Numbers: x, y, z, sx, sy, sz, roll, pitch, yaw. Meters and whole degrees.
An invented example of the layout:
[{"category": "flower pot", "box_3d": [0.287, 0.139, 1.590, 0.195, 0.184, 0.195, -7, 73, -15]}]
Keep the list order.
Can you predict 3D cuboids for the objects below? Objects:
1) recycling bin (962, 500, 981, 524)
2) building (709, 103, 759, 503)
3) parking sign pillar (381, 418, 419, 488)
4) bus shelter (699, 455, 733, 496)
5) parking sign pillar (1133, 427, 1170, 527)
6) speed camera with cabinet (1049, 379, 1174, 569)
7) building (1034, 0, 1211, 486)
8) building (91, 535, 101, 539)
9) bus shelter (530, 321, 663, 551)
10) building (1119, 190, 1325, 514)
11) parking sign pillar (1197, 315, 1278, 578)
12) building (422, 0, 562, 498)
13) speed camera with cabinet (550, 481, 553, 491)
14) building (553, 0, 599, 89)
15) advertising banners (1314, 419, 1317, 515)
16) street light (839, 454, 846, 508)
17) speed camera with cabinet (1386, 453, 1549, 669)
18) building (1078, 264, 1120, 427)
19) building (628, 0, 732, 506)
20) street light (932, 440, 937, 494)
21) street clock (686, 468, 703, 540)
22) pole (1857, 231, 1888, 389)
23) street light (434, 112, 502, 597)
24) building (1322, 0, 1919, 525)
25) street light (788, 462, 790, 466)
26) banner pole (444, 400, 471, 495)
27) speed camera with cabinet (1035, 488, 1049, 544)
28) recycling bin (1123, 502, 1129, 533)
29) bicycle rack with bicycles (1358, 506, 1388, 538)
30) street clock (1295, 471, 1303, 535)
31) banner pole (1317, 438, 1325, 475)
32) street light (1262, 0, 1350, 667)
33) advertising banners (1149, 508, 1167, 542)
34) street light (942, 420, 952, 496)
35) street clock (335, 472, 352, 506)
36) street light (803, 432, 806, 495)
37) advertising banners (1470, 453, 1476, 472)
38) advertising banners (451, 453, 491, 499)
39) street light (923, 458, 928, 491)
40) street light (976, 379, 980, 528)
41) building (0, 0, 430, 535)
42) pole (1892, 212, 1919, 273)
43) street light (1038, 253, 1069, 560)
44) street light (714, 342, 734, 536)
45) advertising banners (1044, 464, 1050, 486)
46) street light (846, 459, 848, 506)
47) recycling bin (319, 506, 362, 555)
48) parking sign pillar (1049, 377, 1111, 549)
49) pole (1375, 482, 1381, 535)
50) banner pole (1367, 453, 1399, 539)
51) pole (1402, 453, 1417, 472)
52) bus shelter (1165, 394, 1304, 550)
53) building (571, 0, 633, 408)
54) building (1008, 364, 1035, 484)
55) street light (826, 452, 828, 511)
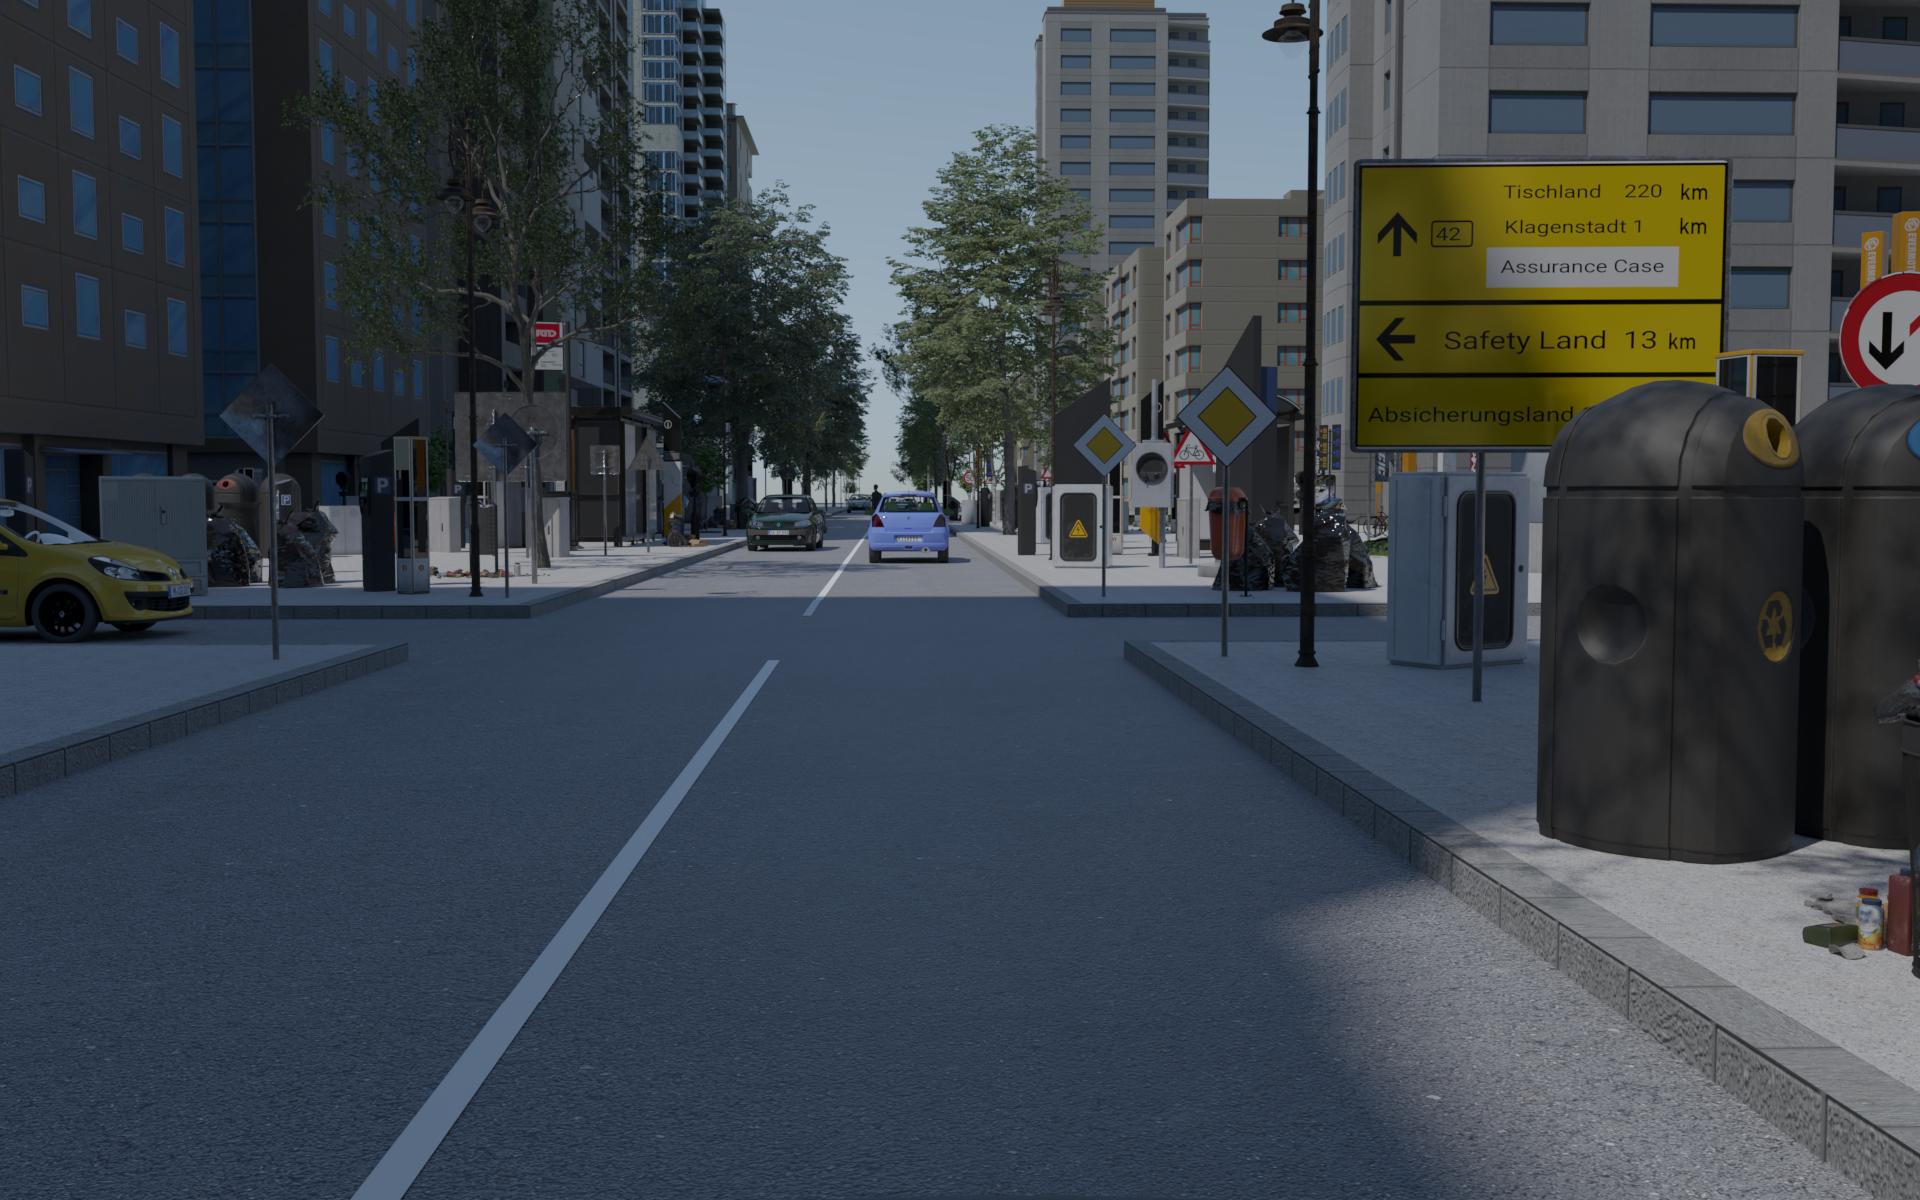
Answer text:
[{"category": "recycling bin", "box_3d": [0.554, -3.725, 73.453, 0.722, 1.027, 0.722, 3, 5, 44]}, {"category": "building", "box_3d": [-42.650, -39.631, 237.199, 28.713, 52.752, 27.495, 0, 4, -2]}, {"category": "parking sign pillar", "box_3d": [-19.798, -4.449, 61.212, 1.447, 3.967, 1.447, -2, 4, -33]}, {"category": "bus shelter", "box_3d": [-12.426, -5.595, 85.395, 2.014, 3.302, 5.546, 0, 4, -2]}, {"category": "parking sign pillar", "box_3d": [7.481, -4.841, 67.625, 1.447, 3.967, 1.447, 0, 4, 5]}, {"category": "speed camera with cabinet", "box_3d": [2.645, -2.174, 29.887, 2.038, 3.252, 0.660, 1, 4, 12]}, {"category": "building", "box_3d": [19.718, -41.041, 213.021, 21.231, 58.520, 28.212, 0, 4, -2]}, {"category": "building", "box_3d": [-28.677, -23.968, 41.989, 14.600, 45.320, 14.200, 0, 4, -2]}, {"category": "bus shelter", "box_3d": [-8.970, -3.993, 42.912, 2.179, 5.291, 8.768, 0, 4, -2]}, {"category": "building", "box_3d": [26.521, -16.597, 116.393, 27.650, 21.520, 28.899, 0, 4, -2]}, {"category": "parking sign pillar", "box_3d": [4.429, -2.349, 26.874, 1.447, 3.967, 1.447, -1, 4, -16]}, {"category": "building", "box_3d": [-28.461, -19.269, 86.750, 14.160, 30.474, 14.107, 0, 4, -2]}, {"category": "speed camera with cabinet", "box_3d": [-19.042, -5.302, 81.020, 2.038, 3.252, 0.660, 3, 4, 38]}, {"category": "building", "box_3d": [-37.834, -31.745, 108.261, 28.713, 52.752, 27.495, 0, 4, -2]}, {"category": "advertising banners", "box_3d": [8.150, -2.671, 39.857, 0.090, 3.025, 2.074, 1, 4, 15]}, {"category": "street light", "box_3d": [-11.063, -11.505, 160.893, 0.468, 5.910, 1.993, 0, 4, -2]}, {"category": "speed camera with cabinet", "box_3d": [4.210, -1.159, 13.291, 2.038, 3.252, 0.660, -2, 4, -33]}, {"category": "building", "box_3d": [25.169, -18.359, 145.208, 27.650, 21.520, 28.899, 0, 4, -2]}, {"category": "building", "box_3d": [-38.238, -54.671, 206.549, 22.319, 86.520, 31.000, 0, 4, -2]}, {"category": "street light", "box_3d": [-2.055, -10.309, 141.341, 0.468, 5.910, 1.993, 0, 4, -2]}, {"category": "street clock", "box_3d": [-7.408, -2.678, 48.361, 0.471, 2.002, 0.358, 3, 5, 44]}, {"category": "pole", "box_3d": [7.139, -1.209, 13.603, 0.158, 3.312, 0.155, 0, 3, 0]}, {"category": "street light", "box_3d": [-6.058, -2.980, 21.506, 0.468, 5.910, 1.993, 0, 4, -2]}, {"category": "building", "box_3d": [26.516, -32.496, 73.307, 21.231, 58.520, 28.212, 0, 4, -2]}, {"category": "street light", "box_3d": [-8.370, -6.850, 84.793, 0.468, 5.910, 1.993, 0, 4, -2]}, {"category": "banner pole", "box_3d": [-13.424, -3.429, 46.077, 0.863, 3.779, 0.401, 1, 4, 12]}, {"category": "speed camera with cabinet", "box_3d": [2.792, -3.089, 44.839, 2.038, 3.252, 0.660, -2, 4, -32]}, {"category": "recycling bin", "box_3d": [5.132, -2.761, 57.692, 0.722, 1.027, 0.722, -3, 5, -43]}, {"category": "bicycle rack with bicycles", "box_3d": [13.241, -2.354, 51.865, 2.925, 0.926, 2.852, 0, 4, -2]}, {"category": "street clock", "box_3d": [10.733, -3.035, 54.185, 0.471, 2.002, 0.358, -1, 4, -19]}, {"category": "banner pole", "box_3d": [13.886, -4.754, 67.743, 0.863, 3.779, 0.401, 2, 4, 27]}, {"category": "street light", "box_3d": [2.583, -2.443, 12.724, 0.468, 5.910, 1.993, 0, 4, -2]}, {"category": "advertising banners", "box_3d": [5.134, -3.019, 45.553, 0.090, 3.025, 2.074, -1, 4, -8]}, {"category": "street light", "box_3d": [-0.943, -8.400, 110.121, 0.468, 5.910, 1.993, 0, 4, -2]}, {"category": "street clock", "box_3d": [-19.967, -3.154, 56.130, 0.471, 2.002, 0.358, 1, 4, 23]}, {"category": "street light", "box_3d": [-8.818, -7.659, 98.014, 0.468, 5.910, 1.993, 0, 4, -2]}, {"category": "advertising banners", "box_3d": [17.359, -3.740, 57.332, 0.090, 3.025, 2.074, -1, 4, -11]}, {"category": "advertising banners", "box_3d": [-20.773, -4.772, 74.212, 2.074, 3.025, 0.090, 0, 4, 3]}, {"category": "street light", "box_3d": [-4.055, -13.459, 192.839, 0.468, 5.910, 1.993, 0, 4, -2]}, {"category": "street light", "box_3d": [0.677, -5.621, 64.693, 0.468, 5.910, 1.993, 0, 4, -2]}, {"category": "building", "box_3d": [-28.856, -25.324, 64.155, 14.600, 45.320, 14.200, 0, 4, -2]}, {"category": "pole", "box_3d": [6.873, -1.151, 12.655, 0.158, 3.312, 0.155, 0, 3, 0]}, {"category": "street light", "box_3d": [1.803, -3.712, 33.474, 0.468, 5.910, 1.993, 0, 4, -2]}, {"category": "street light", "box_3d": [-7.179, -4.889, 52.726, 0.468, 5.910, 1.993, 0, 4, -2]}, {"category": "advertising banners", "box_3d": [4.059, -5.815, 91.268, 0.090, 3.025, 2.074, -3, 5, -40]}, {"category": "street light", "box_3d": [-11.862, -12.743, 181.138, 0.468, 5.910, 1.993, 0, 4, -2]}, {"category": "recycling bin", "box_3d": [-13.133, -1.479, 36.730, 0.722, 1.027, 0.722, -2, 4, -34]}, {"category": "parking sign pillar", "box_3d": [2.792, -3.148, 39.949, 1.447, 3.967, 1.447, 0, 4, -6]}, {"category": "pole", "box_3d": [13.150, -3.706, 54.431, 0.158, 3.312, 0.155, 0, 3, 0]}, {"category": "banner pole", "box_3d": [10.496, -3.277, 43.597, 0.863, 3.779, 0.401, -2, 4, -27]}, {"category": "pole", "box_3d": [6.731, -1.963, 25.941, 0.158, 3.312, 0.155, 0, 3, 0]}, {"category": "bus shelter", "box_3d": [5.792, -2.627, 36.872, 2.014, 3.302, 5.546, 0, 4, -2]}, {"category": "building", "box_3d": [-33.983, -42.435, 132.072, 20.563, 71.187, 20.611, 0, 4, -2]}, {"category": "building", "box_3d": [21.415, -24.324, 242.734, 27.650, 21.520, 28.899, 0, 4, -2]}, {"category": "street light", "box_3d": [-9.979, -9.587, 129.541, 0.468, 5.910, 1.993, 0, 4, -2]}]
